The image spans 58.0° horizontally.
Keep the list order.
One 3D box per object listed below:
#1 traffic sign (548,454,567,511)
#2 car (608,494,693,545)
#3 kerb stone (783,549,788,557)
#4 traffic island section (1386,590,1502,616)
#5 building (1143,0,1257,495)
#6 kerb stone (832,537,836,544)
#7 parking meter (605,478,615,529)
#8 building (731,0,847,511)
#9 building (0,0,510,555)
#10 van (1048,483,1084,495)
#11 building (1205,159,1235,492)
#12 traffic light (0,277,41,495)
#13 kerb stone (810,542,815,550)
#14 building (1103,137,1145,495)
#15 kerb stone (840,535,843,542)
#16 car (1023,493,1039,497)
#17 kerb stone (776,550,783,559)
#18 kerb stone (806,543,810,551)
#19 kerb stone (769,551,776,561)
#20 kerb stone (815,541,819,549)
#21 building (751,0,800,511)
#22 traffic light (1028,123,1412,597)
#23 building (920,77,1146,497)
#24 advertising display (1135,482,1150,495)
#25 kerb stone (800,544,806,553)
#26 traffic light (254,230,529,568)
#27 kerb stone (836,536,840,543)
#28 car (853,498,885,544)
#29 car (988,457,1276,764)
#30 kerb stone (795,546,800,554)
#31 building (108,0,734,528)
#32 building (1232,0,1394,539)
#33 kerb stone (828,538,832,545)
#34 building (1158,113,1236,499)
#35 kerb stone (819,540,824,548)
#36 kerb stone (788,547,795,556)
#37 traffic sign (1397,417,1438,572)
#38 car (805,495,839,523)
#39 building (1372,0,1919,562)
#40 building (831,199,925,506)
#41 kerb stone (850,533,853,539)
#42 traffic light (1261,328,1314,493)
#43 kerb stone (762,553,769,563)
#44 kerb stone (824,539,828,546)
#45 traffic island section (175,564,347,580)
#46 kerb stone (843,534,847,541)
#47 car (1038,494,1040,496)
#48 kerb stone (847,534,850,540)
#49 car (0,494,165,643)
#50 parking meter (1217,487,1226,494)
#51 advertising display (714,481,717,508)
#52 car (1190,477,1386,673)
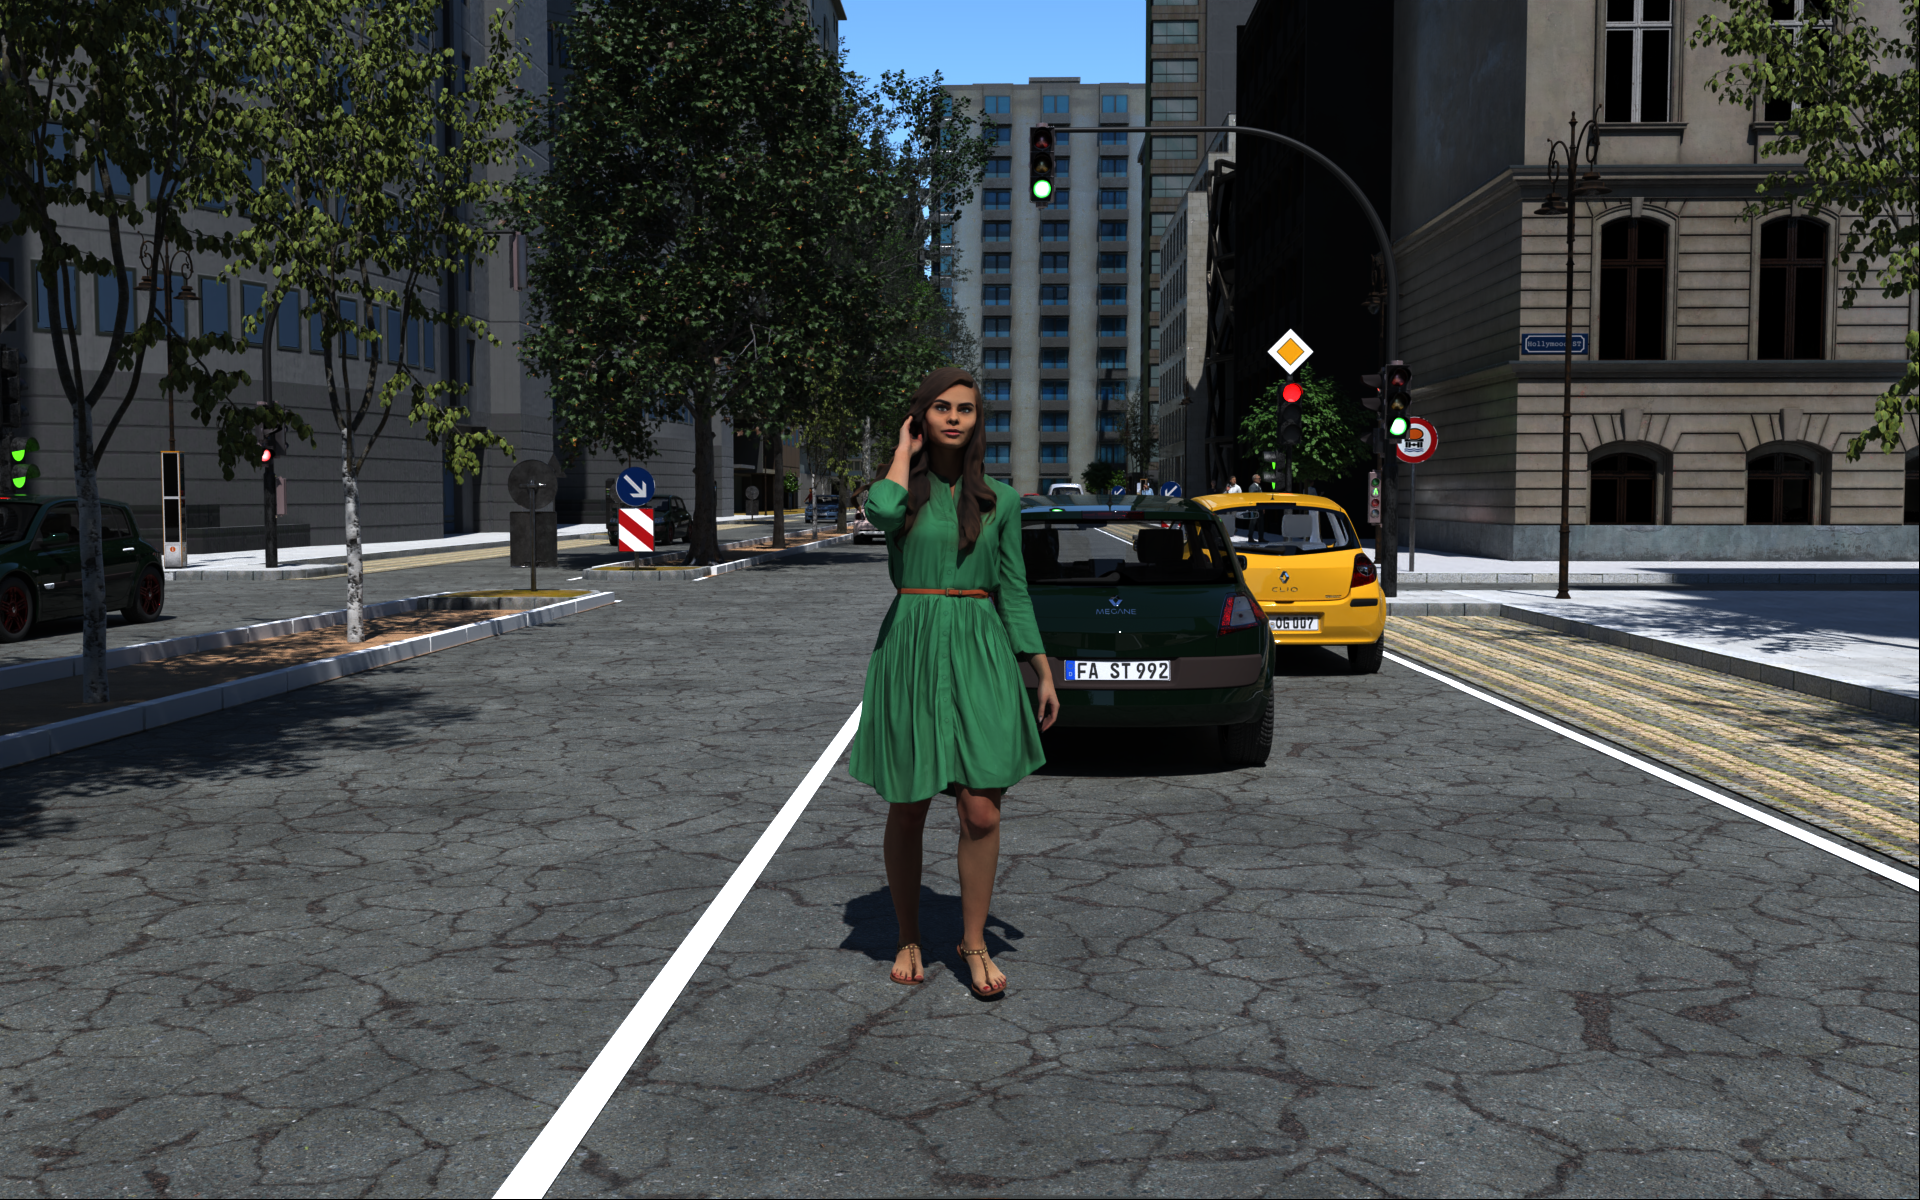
[{"bbox_3d":[-13.075,-3.410,55.757,0.884,2.594,0.081,1,4,10],"label":"traffic sign"},{"bbox_3d":[-8.827,-2.431,49.531,2.009,1.686,4.222,0,4,3],"label":"car"},{"bbox_3d":[-4.062,-1.035,39.167,0.120,0.150,1.000,0,4,2],"label":"kerb stone"},{"bbox_3d":[5.361,0.040,21.626,2.009,0.180,2.903,0,4,2],"label":"traffic island section"},{"bbox_3d":[19.968,-26.841,122.445,14.154,41.232,14.086,0,4,2],"label":"building"},{"bbox_3d":[-3.720,-1.665,49.424,0.120,0.150,1.000,0,4,2],"label":"kerb stone"},{"bbox_3d":[-12.819,-3.534,63.495,0.255,1.863,0.399,0,4,5],"label":"parking meter"},{"bbox_3d":[-25.751,-35.195,164.676,27.495,52.752,28.713,0,4,2],"label":"building"},{"bbox_3d":[-25.437,-30.856,46.495,21.231,58.520,28.212,0,4,2],"label":"building"},{"bbox_3d":[4.261,-3.859,70.104,2.013,2.044,4.112,0,4,2],"label":"van"},{"bbox_3d":[19.536,-12.909,78.518,16.820,18.784,16.811,0,4,2],"label":"building"},{"bbox_3d":[-12.231,-2.027,22.064,0.839,4.253,0.868,0,4,2],"label":"traffic light"},{"bbox_3d":[-3.887,-1.352,44.294,0.120,0.150,1.000,0,4,2],"label":"kerb stone"},{"bbox_3d":[30.063,-28.980,165.706,32.217,40.220,23.993,0,4,2],"label":"building"},{"bbox_3d":[-3.654,-1.790,51.476,0.120,0.150,1.000,0,4,2],"label":"kerb stone"},{"bbox_3d":[6.388,-8.971,155.722,2.155,1.783,4.494,0,4,2],"label":"car"},{"bbox_3d":[-4.089,-0.973,38.142,0.120,0.150,1.000,0,4,2],"label":"kerb stone"},{"bbox_3d":[-3.923,-1.289,43.273,0.120,0.150,1.000,0,4,2],"label":"kerb stone"},{"bbox_3d":[-4.123,-0.913,37.120,0.120,0.150,1.000,0,4,2],"label":"kerb stone"},{"bbox_3d":[-3.862,-1.414,45.318,0.120,0.150,1.000,0,4,2],"label":"kerb stone"},{"bbox_3d":[-20.814,-29.958,139.929,14.600,45.320,14.200,0,4,2],"label":"building"},{"bbox_3d":[3.228,-2.861,21.439,4.771,5.953,1.251,0,4,2],"label":"traffic light"},{"bbox_3d":[10.802,-35.610,201.833,30.456,49.044,23.786,0,4,2],"label":"building"},{"bbox_3d":[9.549,-5.229,90.701,0.974,1.923,0.123,-3,4,-38],"label":"advertising display"},{"bbox_3d":[-3.949,-1.227,42.249,0.120,0.150,1.000,0,4,2],"label":"kerb stone"},{"bbox_3d":[-9.879,-3.385,30.012,4.771,5.953,1.251,0,4,2],"label":"traffic light"},{"bbox_3d":[-3.693,-1.728,50.449,0.120,0.150,1.000,0,4,2],"label":"kerb stone"},{"bbox_3d":[-2.054,-2.347,50.738,2.083,1.381,4.827,0,4,2],"label":"car"},{"bbox_3d":[0.823,-0.049,10.585,2.009,1.686,4.222,0,4,1],"label":"car"},{"bbox_3d":[-3.990,-1.164,41.221,0.120,0.150,1.000,0,4,2],"label":"kerb stone"},{"bbox_3d":[-24.001,-33.193,84.703,21.231,58.520,28.212,0,4,2],"label":"building"},{"bbox_3d":[16.141,-13.871,56.475,12.332,23.373,15.834,0,4,2],"label":"building"},{"bbox_3d":[-3.751,-1.602,48.398,0.120,0.150,1.000,0,4,2],"label":"kerb stone"},{"bbox_3d":[16.891,-14.723,95.477,10.420,20.320,16.860,0,4,2],"label":"building"},{"bbox_3d":[-3.819,-1.476,46.340,0.120,0.150,1.000,0,4,2],"label":"kerb stone"},{"bbox_3d":[-4.023,-1.095,40.197,0.120,0.150,1.000,0,4,2],"label":"kerb stone"},{"bbox_3d":[7.480,-1.743,28.609,0.768,2.556,0.104,1,4,8],"label":"traffic sign"},{"bbox_3d":[-6.727,-4.584,86.949,2.014,1.417,4.499,0,4,2],"label":"car"},{"bbox_3d":[27.648,-13.324,36.927,34.723,24.649,14.460,0,4,2],"label":"building"},{"bbox_3d":[-16.284,-31.495,206.823,23.993,40.220,32.217,0,4,2],"label":"building"},{"bbox_3d":[-3.568,-1.978,54.560,0.120,0.150,1.000,0,4,2],"label":"kerb stone"},{"bbox_3d":[5.580,-2.482,29.494,0.839,4.253,0.868,0,4,2],"label":"traffic light"},{"bbox_3d":[-4.156,-0.850,36.099,0.120,0.150,1.000,0,4,2],"label":"kerb stone"},{"bbox_3d":[-3.792,-1.540,47.369,0.120,0.150,1.000,0,4,2],"label":"kerb stone"},{"bbox_3d":[-12.012,-0.483,30.181,2.009,0.180,2.903,0,4,2],"label":"traffic island section"},{"bbox_3d":[-3.626,-1.846,52.504,0.120,0.150,1.000,0,4,2],"label":"kerb stone"},{"bbox_3d":[6.765,-9.368,162.201,2.155,1.783,4.494,0,4,1],"label":"car"},{"bbox_3d":[-3.588,-1.917,53.533,0.120,0.150,1.000,0,4,2],"label":"kerb stone"},{"bbox_3d":[-9.894,-0.497,17.906,2.009,1.686,4.222,0,4,2],"label":"car"},{"bbox_3d":[8.337,-2.847,54.961,0.372,1.533,0.369,0,3,0],"label":"parking meter"},{"bbox_3d":[-12.112,-4.744,82.773,0.974,1.923,0.123,0,4,0],"label":"advertising display"},{"bbox_3d":[2.577,-0.313,15.335,2.015,1.641,3.980,0,4,2],"label":"car"}]
